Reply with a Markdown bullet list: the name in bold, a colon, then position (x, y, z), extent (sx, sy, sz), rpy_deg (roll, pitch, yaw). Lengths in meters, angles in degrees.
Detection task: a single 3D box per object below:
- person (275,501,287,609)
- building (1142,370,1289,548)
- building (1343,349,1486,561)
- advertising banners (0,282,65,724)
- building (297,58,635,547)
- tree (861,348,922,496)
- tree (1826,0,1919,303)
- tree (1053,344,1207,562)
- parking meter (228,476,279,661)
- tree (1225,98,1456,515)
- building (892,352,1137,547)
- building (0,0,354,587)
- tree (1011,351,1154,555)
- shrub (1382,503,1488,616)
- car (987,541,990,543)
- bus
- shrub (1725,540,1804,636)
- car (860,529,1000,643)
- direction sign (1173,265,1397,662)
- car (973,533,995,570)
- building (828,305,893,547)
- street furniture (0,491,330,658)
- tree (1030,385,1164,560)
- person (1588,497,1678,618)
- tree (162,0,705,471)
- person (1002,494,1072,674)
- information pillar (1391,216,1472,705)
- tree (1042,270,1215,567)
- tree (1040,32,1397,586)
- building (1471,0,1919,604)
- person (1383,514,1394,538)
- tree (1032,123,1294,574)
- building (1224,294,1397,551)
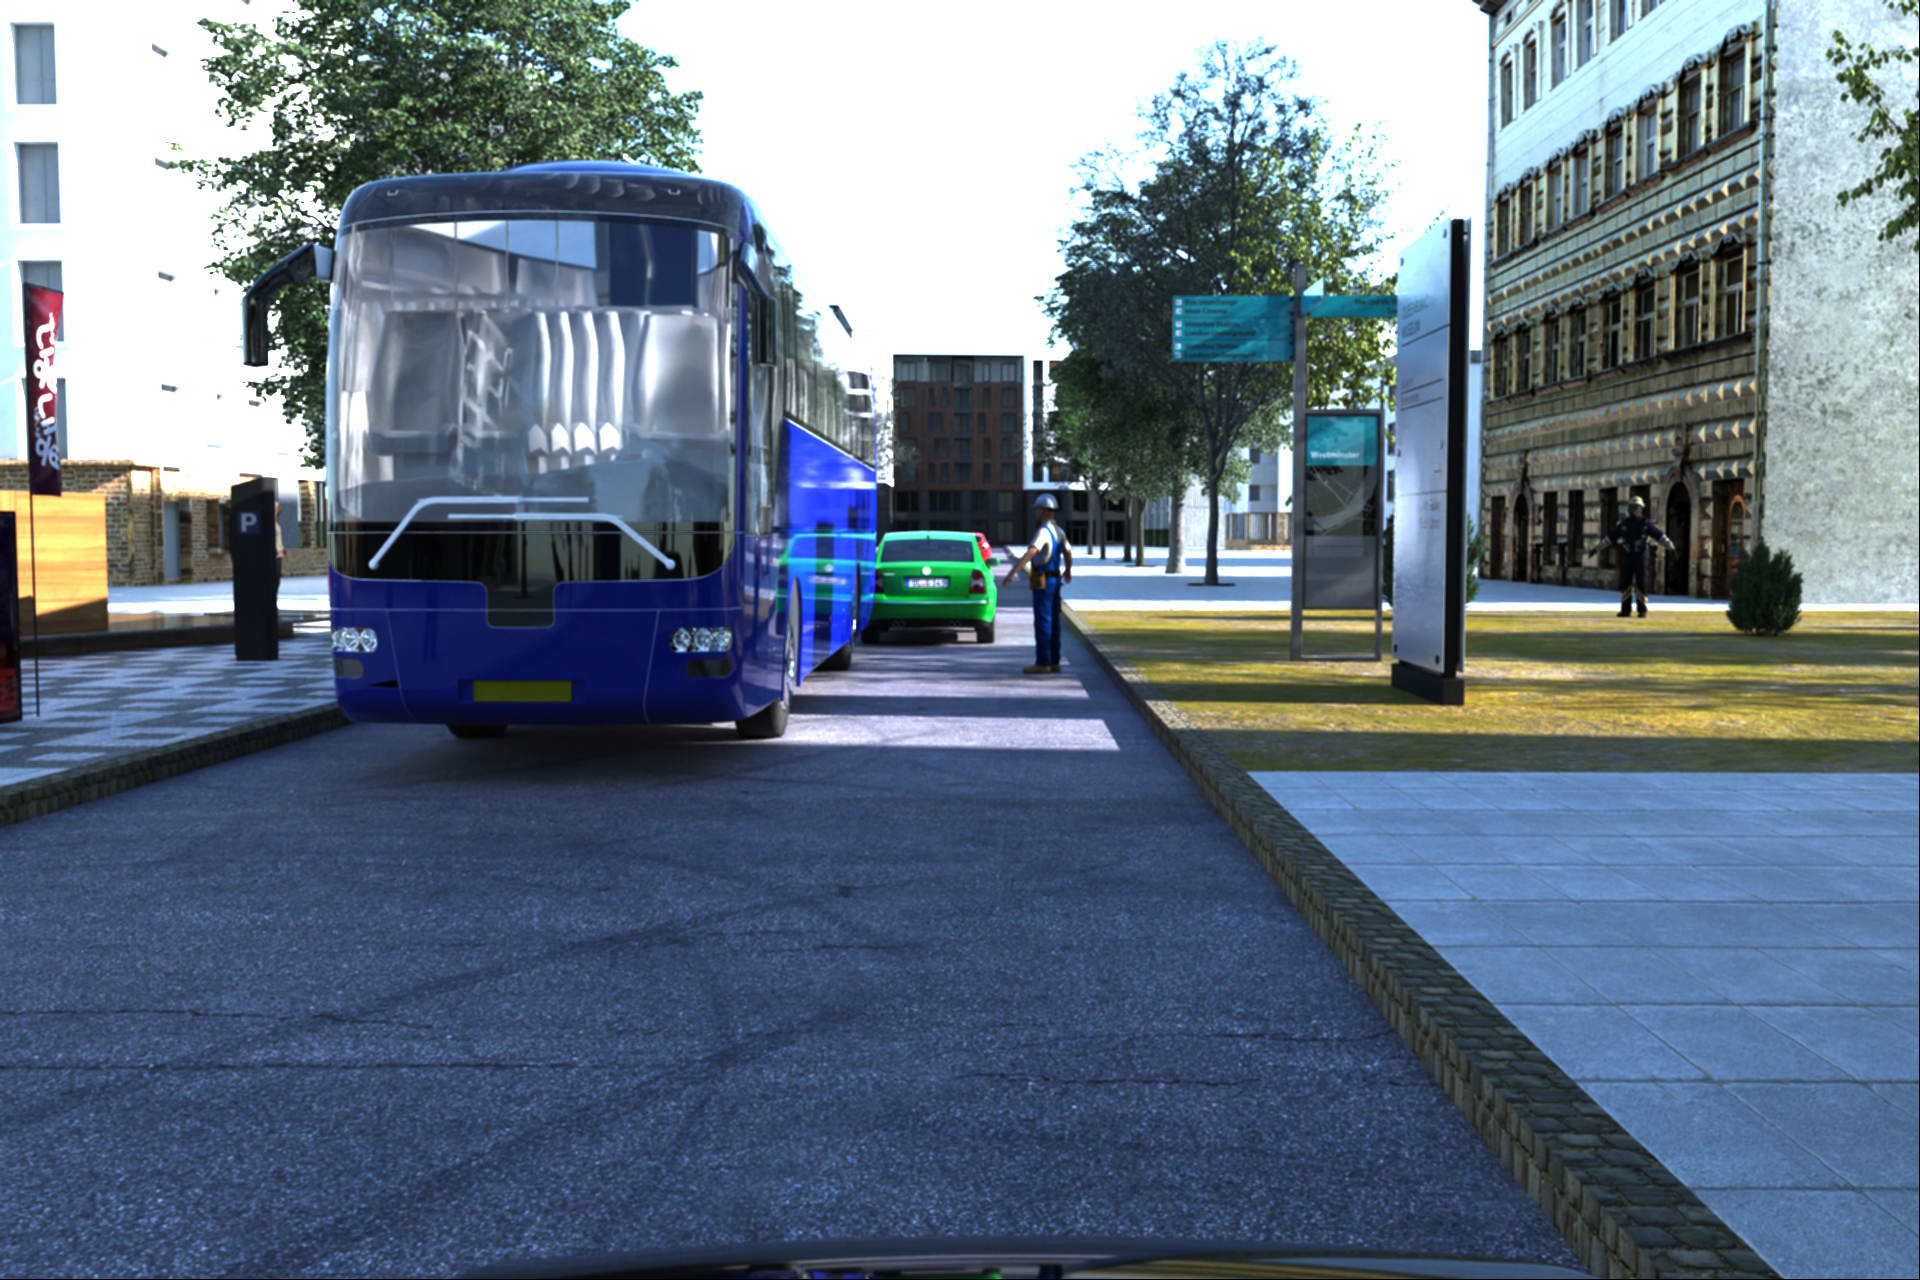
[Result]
- **person**: position (-10.928, -1.315, 27.637), extent (0.705, 1.813, 1.348), rpy_deg (-1, 4, -15)
- **building**: position (27.930, -18.812, 174.027), extent (16.747, 18.905, 31.486), rpy_deg (0, 4, 1)
- **building**: position (24.731, -8.368, 78.957), extent (9.099, 9.664, 28.070), rpy_deg (0, 4, 1)
- **advertising banners**: position (-6.492, -0.942, 11.588), extent (0.090, 3.025, 2.074), rpy_deg (0, 4, 1)
- **building**: position (-23.879, -13.105, 80.732), extent (16.747, 18.905, 31.486), rpy_deg (0, 4, 2)
- **tree**: position (-7.780, -11.954, 105.818), extent (12.009, 13.543, 11.850), rpy_deg (0, 3, 0)
- **tree**: position (10.330, -4.056, 16.674), extent (4.737, 8.622, 4.395), rpy_deg (0, 3, 0)
- **tree**: position (7.788, -9.353, 78.680), extent (9.928, 11.665, 9.643), rpy_deg (0, 3, 0)
- **parking meter**: position (-7.166, -0.725, 17.565), extent (0.399, 1.863, 0.255), rpy_deg (0, 4, 1)
- **tree**: position (6.442, -4.898, 30.444), extent (4.737, 8.622, 4.395), rpy_deg (0, 3, 0)
- **building**: position (4.001, -22.022, 206.498), extent (32.646, 21.610, 27.936), rpy_deg (0, 4, -5)
- **building**: position (-25.000, -11.454, 43.693), extent (16.016, 20.090, 11.380), rpy_deg (0, 4, 2)
- **tree**: position (7.984, -11.893, 104.824), extent (12.009, 13.543, 11.850), rpy_deg (0, 3, 0)
- **shrub**: position (7.060, -1.347, 26.064), extent (1.661, 2.075, 1.752), rpy_deg (0, 3, 0)
- **car**: position (0.772, -5.760, 103.968), extent (2.009, 1.686, 4.222), rpy_deg (0, 4, 1)
- **bus**: position (-2.368, -1.460, 15.418), extent (2.896, 3.916, 12.251), rpy_deg (0, 4, 1)
- **shrub**: position (10.156, -0.658, 21.872), extent (1.383, 1.207, 1.383), rpy_deg (0, 3, 0)
- **car**: position (-0.416, -0.935, 24.081), extent (1.959, 1.807, 4.718), rpy_deg (0, 4, 0)
- **direction sign**: position (3.378, -1.715, 16.796), extent (2.525, 3.948, 1.411), rpy_deg (0, 4, 1)
- **car**: position (0.316, -3.681, 69.223), extent (2.155, 1.783, 4.494), rpy_deg (0, 4, 1)
- **building**: position (-21.244, -19.988, 170.775), extent (27.936, 21.610, 32.646), rpy_deg (0, 4, 0)
- **street furniture**: position (-13.314, -0.796, 19.868), extent (9.812, 1.723, 11.010), rpy_deg (1, 4, 20)
- **tree**: position (7.334, -9.357, 87.406), extent (8.767, 10.594, 7.601), rpy_deg (1, 4, 15)
- **person**: position (10.394, -1.279, 26.699), extent (1.354, 1.856, 0.705), rpy_deg (3, 5, 41)
- **tree**: position (-9.320, -7.710, 32.718), extent (9.857, 13.997, 8.962), rpy_deg (0, 3, 0)
- **person**: position (0.866, -0.584, 17.863), extent (0.705, 1.847, 1.347), rpy_deg (2, 4, 32)
- **information pillar**: position (3.705, -1.368, 13.675), extent (0.184, 3.620, 1.656), rpy_deg (0, 4, 1)
- **tree**: position (7.151, -8.645, 67.101), extent (9.928, 11.665, 9.643), rpy_deg (0, 3, 0)
- **tree**: position (6.366, -8.091, 42.651), extent (12.009, 13.543, 11.850), rpy_deg (0, 3, 0)
- **building**: position (23.932, -12.771, 39.732), extent (19.493, 23.208, 18.063), rpy_deg (0, 4, 1)
- **person**: position (9.927, -1.991, 39.278), extent (1.216, 1.740, 0.721), rpy_deg (-2, 4, -26)
- **tree**: position (6.969, -9.109, 55.593), extent (9.857, 13.997, 8.962), rpy_deg (0, 3, 0)
- **building**: position (27.147, -17.559, 143.516), extent (16.016, 20.090, 11.380), rpy_deg (0, 4, 1)
